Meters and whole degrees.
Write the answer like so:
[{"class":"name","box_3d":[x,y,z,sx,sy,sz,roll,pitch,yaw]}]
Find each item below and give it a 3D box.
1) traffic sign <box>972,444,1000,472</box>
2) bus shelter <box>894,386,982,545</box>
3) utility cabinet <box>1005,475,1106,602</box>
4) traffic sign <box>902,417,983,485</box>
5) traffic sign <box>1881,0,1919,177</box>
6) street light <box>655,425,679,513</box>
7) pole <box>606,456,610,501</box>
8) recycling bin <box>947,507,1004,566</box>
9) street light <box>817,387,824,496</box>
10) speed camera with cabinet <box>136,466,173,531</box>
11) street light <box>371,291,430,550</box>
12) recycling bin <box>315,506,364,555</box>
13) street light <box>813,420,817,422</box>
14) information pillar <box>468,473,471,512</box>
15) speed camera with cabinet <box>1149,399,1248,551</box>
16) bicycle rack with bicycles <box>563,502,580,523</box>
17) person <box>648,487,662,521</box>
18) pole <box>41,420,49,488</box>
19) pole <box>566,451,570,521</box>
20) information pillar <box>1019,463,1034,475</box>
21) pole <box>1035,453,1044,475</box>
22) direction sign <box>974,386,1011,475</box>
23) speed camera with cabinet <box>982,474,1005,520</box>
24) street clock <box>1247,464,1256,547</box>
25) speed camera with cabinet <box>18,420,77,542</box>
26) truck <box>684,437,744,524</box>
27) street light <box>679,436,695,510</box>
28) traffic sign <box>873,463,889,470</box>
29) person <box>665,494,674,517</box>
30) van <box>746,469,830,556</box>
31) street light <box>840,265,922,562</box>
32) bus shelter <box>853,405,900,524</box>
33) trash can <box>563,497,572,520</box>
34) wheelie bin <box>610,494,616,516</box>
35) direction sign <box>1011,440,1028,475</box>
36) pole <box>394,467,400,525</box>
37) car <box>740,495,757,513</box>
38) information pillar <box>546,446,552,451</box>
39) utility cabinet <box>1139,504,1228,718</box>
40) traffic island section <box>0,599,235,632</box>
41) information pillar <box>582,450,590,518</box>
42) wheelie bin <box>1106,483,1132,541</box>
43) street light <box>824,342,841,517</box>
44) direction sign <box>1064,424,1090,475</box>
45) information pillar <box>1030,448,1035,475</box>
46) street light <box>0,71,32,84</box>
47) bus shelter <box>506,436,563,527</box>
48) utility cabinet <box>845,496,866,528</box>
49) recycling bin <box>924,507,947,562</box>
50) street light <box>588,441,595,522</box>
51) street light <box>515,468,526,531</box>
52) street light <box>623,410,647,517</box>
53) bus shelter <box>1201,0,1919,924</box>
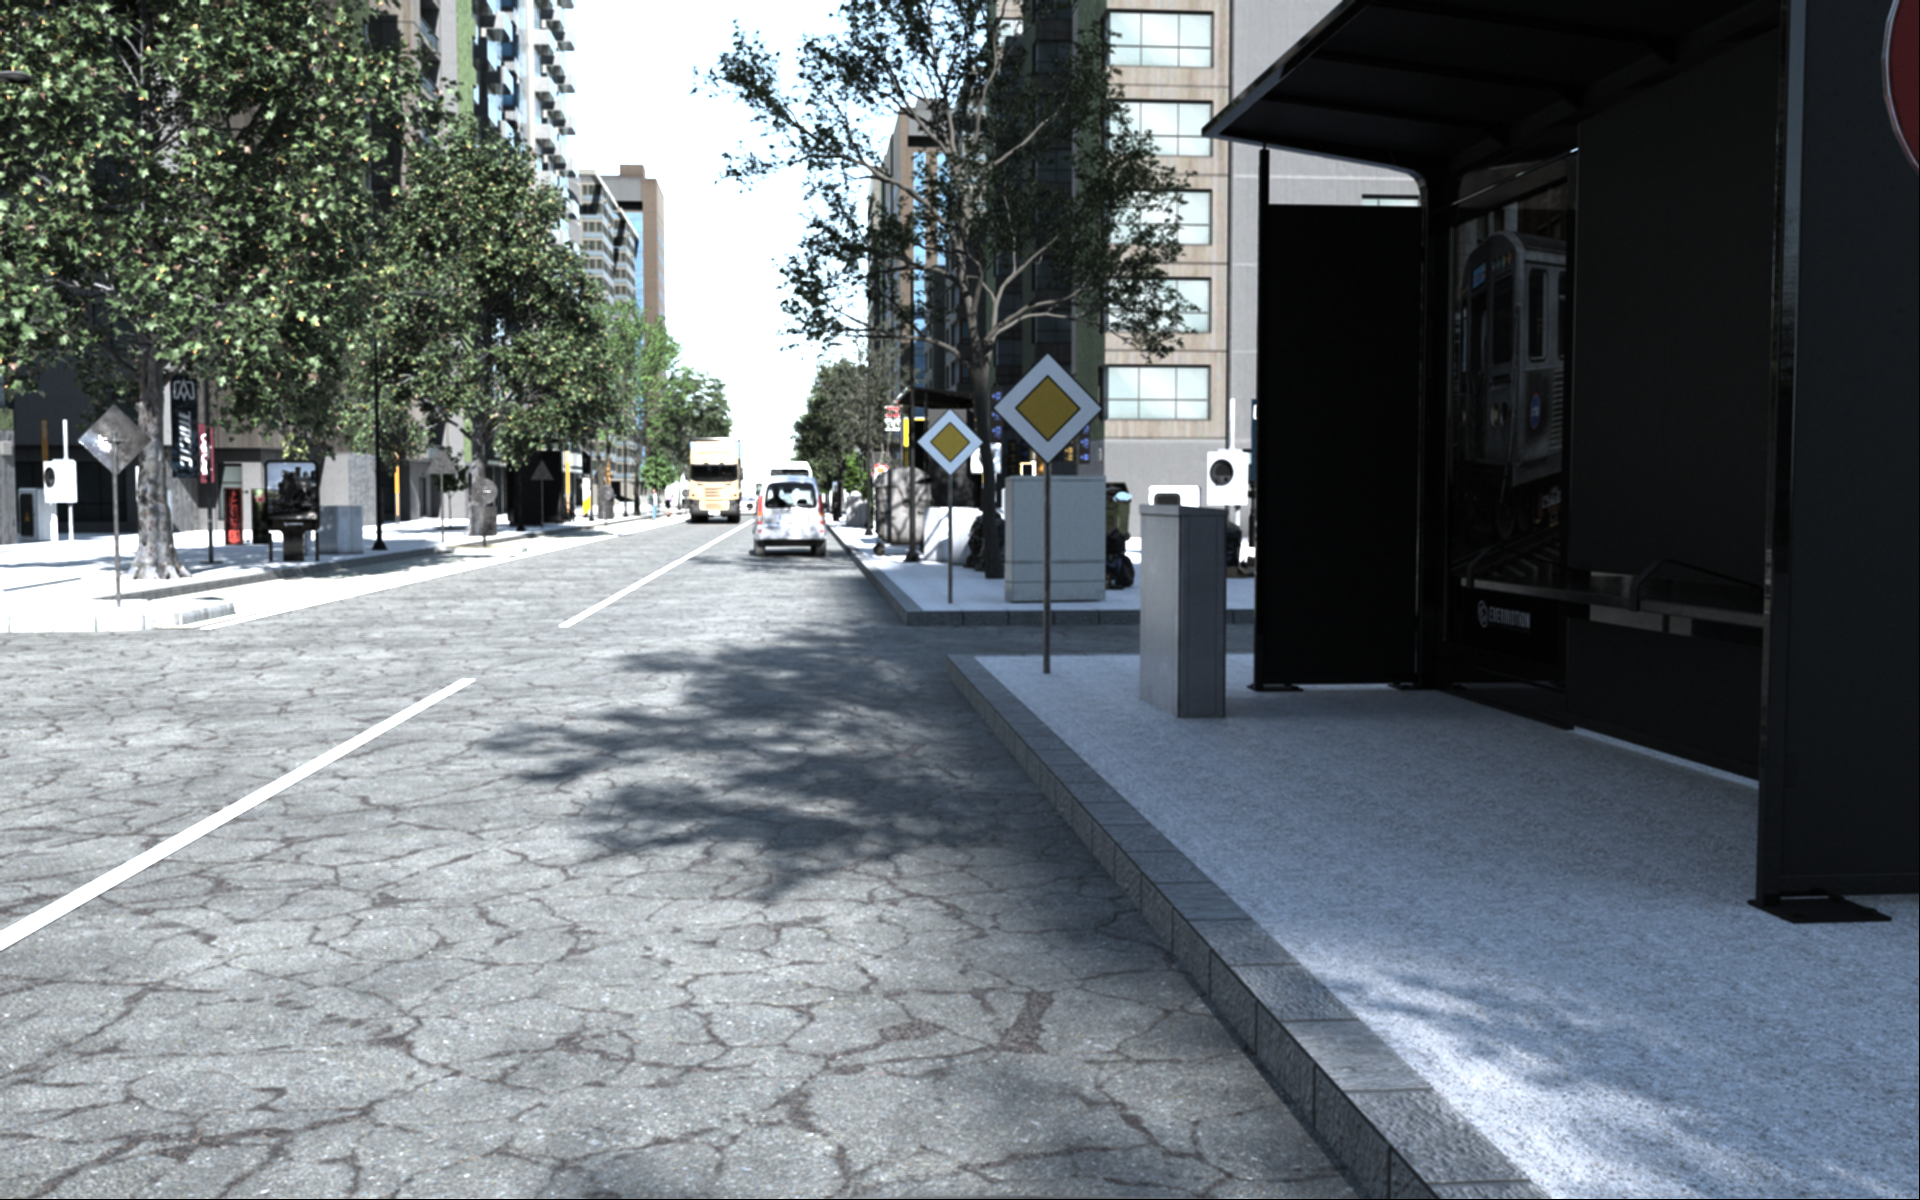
[{"class":"traffic sign","box_3d":[0.526,-2.011,35.007,0.606,2.300,0.079,0,4,1]},{"class":"bus shelter","box_3d":[-0.538,-3.030,40.820,1.731,3.624,6.357,0,4,-5]},{"class":"utility cabinet","box_3d":[1.132,-0.730,20.619,1.173,1.500,0.318,-1,4,-17]},{"class":"traffic sign","box_3d":[-0.390,-3.170,45.696,2.265,3.308,0.079,0,4,3]},{"class":"traffic sign","box_3d":[2.269,-0.215,3.627,0.768,2.556,0.104,0,4,1]},{"class":"street light","box_3d":[-19.960,-8.828,116.871,1.470,5.913,1.316,0,4,-5]},{"class":"pole","box_3d":[-18.712,-6.007,92.060,0.158,3.312,0.155,0,3,0]},{"class":"recycling bin","box_3d":[0.308,-1.145,31.280,0.722,1.027,0.722,3,4,36]},{"class":"street light","box_3d":[-5.299,-6.239,74.543,1.470,5.913,1.316,0,4,-5]},{"class":"speed camera with cabinet","box_3d":[-25.665,-3.718,55.127,0.660,3.252,2.038,-1,4,-11]},{"class":"street light","box_3d":[-12.797,-4.105,39.656,1.470,5.913,1.316,0,4,-5]},{"class":"recycling bin","box_3d":[-13.327,-1.506,37.177,0.722,1.027,0.722,2,4,27]},{"class":"street light","box_3d":[-7.152,-7.494,95.071,1.470,5.913,1.316,0,4,-5]},{"class":"information pillar","box_3d":[-16.613,-3.352,59.296,0.304,2.012,0.304,1,4,14]},{"class":"speed camera with cabinet","box_3d":[4.987,-2.570,36.351,2.038,3.252,0.660,2,4,34]},{"class":"bicycle rack with bicycles","box_3d":[-18.152,-3.913,77.361,2.852,0.926,2.925,0,4,3]},{"class":"person","box_3d":[-16.123,-5.045,91.335,0.721,1.781,0.623,3,4,36]},{"class":"pole","box_3d":[-25.101,-3.285,47.561,0.158,3.312,0.155,0,3,0]},{"class":"pole","box_3d":[-18.688,-5.423,82.509,0.158,3.312,0.155,0,3,0]},{"class":"information pillar","box_3d":[1.558,-2.205,40.538,0.304,2.012,0.304,0,4,-5]},{"class":"pole","box_3d":[1.550,-2.407,33.199,0.158,3.312,0.155,0,3,0]},{"class":"direction sign","box_3d":[0.595,-2.742,36.826,0.379,3.537,0.876,-3,5,-42]},{"class":"speed camera with cabinet","box_3d":[1.248,-3.369,49.426,2.038,3.252,0.660,-1,4,-22]},{"class":"street clock","box_3d":[7.073,-2.277,41.797,0.358,2.002,0.471,0,4,5]},{"class":"speed camera with cabinet","box_3d":[-24.483,-3.186,46.432,2.038,3.252,0.660,2,4,35]},{"class":"truck","box_3d":[-12.336,-6.043,87.710,2.839,4.237,11.283,0,4,-7]},{"class":"street light","box_3d":[-21.812,-10.115,137.916,1.470,5.913,1.316,0,4,-5]},{"class":"traffic sign","box_3d":[-3.243,-4.352,71.264,0.768,2.556,0.104,0,4,4]},{"class":"person","box_3d":[-17.762,-5.767,106.021,0.421,1.427,0.697,2,4,34]},{"class":"van","box_3d":[-4.085,-2.095,41.265,2.013,2.044,4.112,0,4,-7]},{"class":"street light","box_3d":[-1.438,-3.671,32.562,1.470,5.913,1.316,0,4,-5]},{"class":"bus shelter","box_3d":[-3.545,-6.025,76.145,2.179,5.291,8.768,0,4,-5]},{"class":"trash can","box_3d":[-19.523,-4.527,85.663,0.748,1.137,0.748,0,3,0]},{"class":"wheelie bin","box_3d":[-19.072,-5.247,93.691,0.980,1.594,0.693,1,4,8]},{"class":"direction sign","box_3d":[2.422,-4.906,72.202,0.876,3.537,0.379,-1,4,-11]},{"class":"pole","box_3d":[-23.337,-4.766,71.769,0.158,3.312,0.155,0,3,0]},{"class":"car","box_3d":[-15.115,-6.696,121.842,2.083,1.381,4.827,0,4,-6]},{"class":"information pillar","box_3d":[-19.770,-5.613,83.122,0.504,3.616,0.183,-1,4,-17]},{"class":"utility cabinet","box_3d":[1.333,0.048,10.384,0.306,1.237,1.020,0,4,-7]},{"class":"traffic island section","box_3d":[-9.497,0.170,19.506,2.009,0.180,2.903,0,4,-5]},{"class":"information pillar","box_3d":[-19.896,-6.177,92.352,0.504,3.616,0.183,-2,4,-35]},{"class":"wheelie bin","box_3d":[4.265,-2.414,47.372,0.980,1.594,0.693,3,4,36]},{"class":"street light","box_3d":[-3.345,-4.926,53.085,1.470,5.913,1.316,0,4,-5]},{"class":"direction sign","box_3d":[3.022,-3.234,44.872,0.379,3.537,0.876,-3,5,-45]},{"class":"information pillar","box_3d":[2.025,-3.202,43.708,0.504,3.616,0.183,-1,4,-19]},{"class":"street light","box_3d":[-10.894,-2.850,19.134,1.470,5.913,1.316,0,4,-5]},{"class":"bus shelter","box_3d":[-17.355,-4.910,71.567,1.731,3.624,6.357,0,4,-5]},{"class":"utility cabinet","box_3d":[-4.025,-3.407,66.863,0.306,1.237,1.020,-3,4,-37]},{"class":"recycling bin","box_3d":[-0.218,-1.246,32.919,0.722,1.027,0.722,-2,4,-31]},{"class":"street light","box_3d":[-16.708,-6.630,80.940,1.470,5.913,1.316,0,4,-5]},{"class":"street light","box_3d":[-14.772,-5.365,60.258,1.470,5.913,1.316,0,4,-5]},{"class":"street light","box_3d":[-18.039,-7.558,96.112,1.470,5.913,1.316,0,4,-5]},{"class":"bus shelter","box_3d":[2.693,-1.039,8.264,1.731,3.624,6.357,0,4,-5]}]
